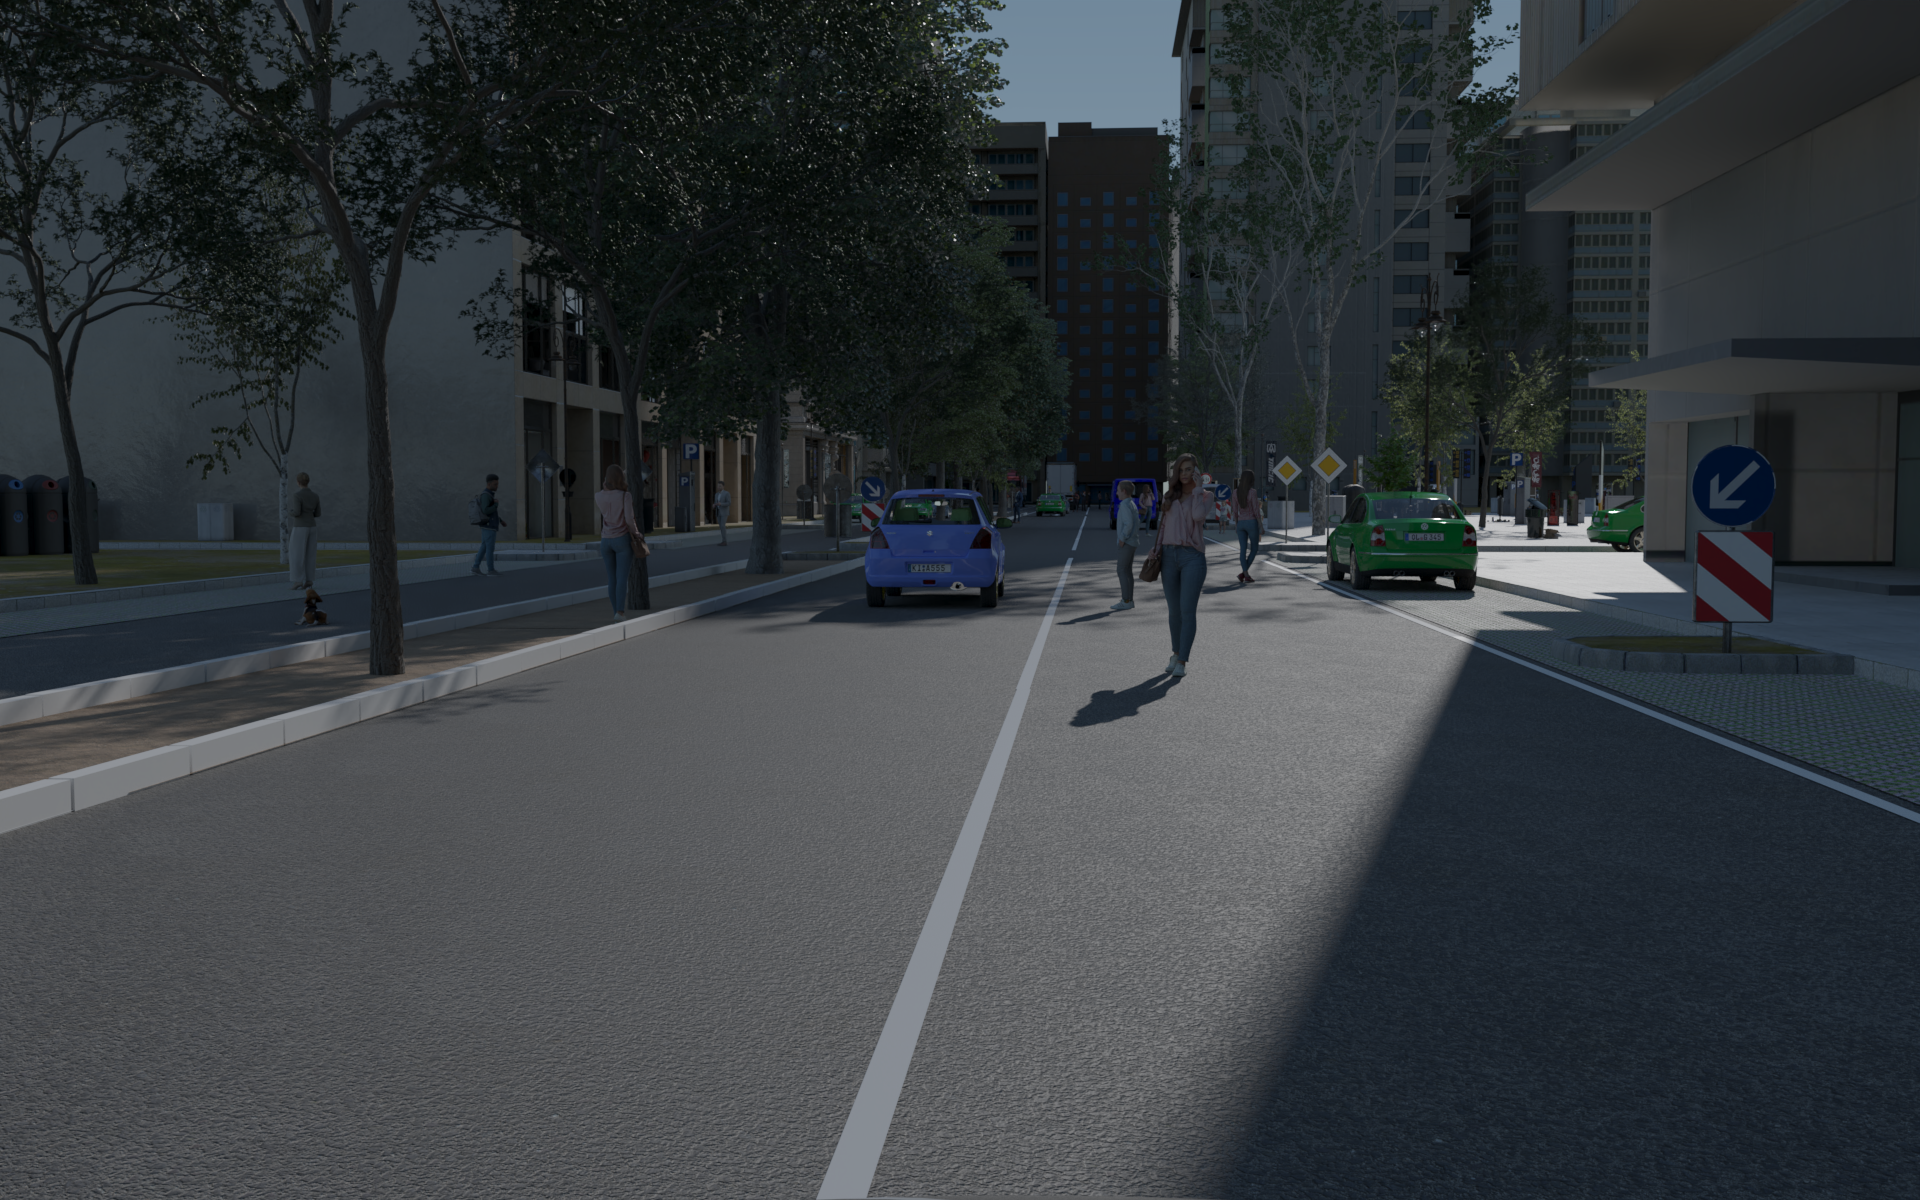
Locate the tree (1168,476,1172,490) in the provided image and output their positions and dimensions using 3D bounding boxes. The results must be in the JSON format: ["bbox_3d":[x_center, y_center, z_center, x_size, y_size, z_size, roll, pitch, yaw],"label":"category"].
[{"bbox_3d":[19.637,-10.126,160.165,1.663,3.219,1.824,0,3,0],"label":"tree"}]

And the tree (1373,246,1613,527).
[{"bbox_3d":[20.076,-8.054,66.093,8.767,10.594,7.601,0,4,4],"label":"tree"}]

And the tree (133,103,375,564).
[{"bbox_3d":[-12.647,-4.984,31.853,4.360,8.622,3.978,0,3,0],"label":"tree"}]

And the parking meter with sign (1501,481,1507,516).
[{"bbox_3d":[32.333,-6.455,101.804,0.543,3.016,1.738,-1,4,-19],"label":"parking meter with sign"}]

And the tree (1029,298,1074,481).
[{"bbox_3d":[2.632,-12.168,108.053,9.857,13.997,8.962,0,3,0],"label":"tree"}]

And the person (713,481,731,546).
[{"bbox_3d":[-6.666,-2.408,48.065,0.606,1.804,0.583,2,4,34],"label":"person"}]

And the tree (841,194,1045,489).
[{"bbox_3d":[-0.796,-8.729,63.298,7.486,12.596,7.792,0,3,0],"label":"tree"}]

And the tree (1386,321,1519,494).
[{"bbox_3d":[20.248,-7.496,72.922,4.737,8.622,4.395,0,3,0],"label":"tree"}]

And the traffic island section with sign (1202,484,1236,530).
[{"bbox_3d":[10.383,-3.719,69.441,1.989,1.847,2.006,0,4,4],"label":"traffic island section with sign"}]

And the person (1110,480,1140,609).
[{"bbox_3d":[2.089,-0.701,21.767,0.330,1.601,0.589,2,4,26],"label":"person"}]

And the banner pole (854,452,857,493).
[{"bbox_3d":[-6.234,-6.969,103.953,0.401,3.779,0.863,-1,4,-12],"label":"banner pole"}]

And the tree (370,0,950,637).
[{"bbox_3d":[-3.917,-5.171,21.419,8.767,10.594,7.601,0,4,4],"label":"tree"}]

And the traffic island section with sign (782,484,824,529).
[{"bbox_3d":[-6.385,-3.799,70.741,1.989,1.847,2.006,0,4,4],"label":"traffic island section with sign"}]

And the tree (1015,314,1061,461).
[{"bbox_3d":[-1.709,-6.846,48.802,8.767,10.594,7.601,0,4,4],"label":"tree"}]

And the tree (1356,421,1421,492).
[{"bbox_3d":[11.366,-3.143,45.988,1.663,3.219,1.824,0,3,0],"label":"tree"}]

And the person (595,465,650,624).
[{"bbox_3d":[-3.727,-0.599,18.882,0.593,1.750,0.643,1,4,17],"label":"person"}]

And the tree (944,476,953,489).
[{"bbox_3d":[-1.322,-11.447,181.764,1.663,3.219,1.824,0,3,0],"label":"tree"}]

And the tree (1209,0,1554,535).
[{"bbox_3d":[12.012,-12.160,54.703,12.611,20.169,13.585,0,3,0],"label":"tree"}]

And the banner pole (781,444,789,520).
[{"bbox_3d":[-8.655,-5.841,85.521,0.401,3.779,0.863,-3,4,-37],"label":"banner pole"}]

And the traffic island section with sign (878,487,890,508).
[{"bbox_3d":[-4.291,-5.455,97.813,1.989,1.847,2.006,0,4,4],"label":"traffic island section with sign"}]

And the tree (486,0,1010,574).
[{"bbox_3d":[-3.506,-7.442,30.788,9.857,13.997,8.962,0,3,0],"label":"tree"}]

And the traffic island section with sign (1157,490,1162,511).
[{"bbox_3d":[16.323,-8.425,146.369,1.989,1.847,2.006,0,4,4],"label":"traffic island section with sign"}]

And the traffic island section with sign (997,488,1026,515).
[{"bbox_3d":[3.585,-6.861,120.314,2.006,1.907,1.989,0,4,4],"label":"traffic island section with sign"}]

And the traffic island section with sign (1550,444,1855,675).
[{"bbox_3d":[6.144,-0.369,14.657,1.989,1.847,2.006,0,4,4],"label":"traffic island section with sign"}]

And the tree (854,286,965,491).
[{"bbox_3d":[-1.827,-6.273,55.391,4.360,8.622,3.978,0,3,0],"label":"tree"}]

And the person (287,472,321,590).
[{"bbox_3d":[-9.823,-1.030,25.889,0.362,1.759,0.519,2,4,29],"label":"person"}]

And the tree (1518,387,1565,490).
[{"bbox_3d":[36.286,-9.780,110.257,4.737,8.622,4.395,0,3,0],"label":"tree"}]

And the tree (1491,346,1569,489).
[{"bbox_3d":[28.059,-8.283,85.796,4.360,8.622,3.978,0,3,0],"label":"tree"}]

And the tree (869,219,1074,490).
[{"bbox_3d":[-0.094,-9.323,71.897,9.611,12.733,9.660,0,3,0],"label":"tree"}]

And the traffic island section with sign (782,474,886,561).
[{"bbox_3d":[-2.775,-1.827,38.013,2.006,1.907,1.989,0,4,4],"label":"traffic island section with sign"}]

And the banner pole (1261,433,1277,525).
[{"bbox_3d":[12.664,-4.976,71.371,0.863,3.779,0.401,-1,4,-10],"label":"banner pole"}]

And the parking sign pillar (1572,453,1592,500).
[{"bbox_3d":[41.254,-7.734,114.925,1.447,3.967,1.447,-1,4,-20],"label":"parking sign pillar"}]

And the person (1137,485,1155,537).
[{"bbox_3d":[6.196,-3.018,58.441,0.593,1.750,0.643,-3,5,-40],"label":"person"}]

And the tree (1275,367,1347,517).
[{"bbox_3d":[19.701,-8.982,97.216,4.737,8.622,4.395,0,3,0],"label":"tree"}]

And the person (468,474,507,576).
[{"bbox_3d":[-8.189,-1.300,30.109,0.721,1.781,0.623,-2,4,-27],"label":"person"}]

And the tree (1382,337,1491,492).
[{"bbox_3d":[21.110,-7.847,78.654,4.360,8.622,3.978,0,3,0],"label":"tree"}]

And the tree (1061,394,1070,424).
[{"bbox_3d":[1.368,-9.174,86.863,8.767,10.594,7.601,0,4,4],"label":"tree"}]

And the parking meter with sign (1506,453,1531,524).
[{"bbox_3d":[24.018,-4.744,73.822,0.543,3.016,1.738,3,4,39],"label":"parking meter with sign"}]

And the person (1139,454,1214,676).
[{"bbox_3d":[1.769,-0.289,13.821,0.593,1.750,0.643,2,4,32],"label":"person"}]

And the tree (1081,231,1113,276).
[{"bbox_3d":[12.947,-14.218,88.356,12.611,20.169,13.585,0,3,0],"label":"tree"}]

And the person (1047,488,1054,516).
[{"bbox_3d":[6.025,-6.527,114.987,0.659,1.850,0.755,1,4,20],"label":"person"}]

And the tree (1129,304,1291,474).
[{"bbox_3d":[16.103,-12.366,112.558,12.009,13.543,11.850,0,3,0],"label":"tree"}]

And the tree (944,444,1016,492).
[{"bbox_3d":[1.412,-8.586,93.195,4.737,8.622,4.395,0,3,0],"label":"tree"}]

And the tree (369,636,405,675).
[{"bbox_3d":[-4.488,-4.702,13.753,8.767,10.594,7.601,0,4,4],"label":"tree"}]

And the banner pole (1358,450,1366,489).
[{"bbox_3d":[22.716,-6.597,97.883,0.863,3.779,0.401,-3,5,-42],"label":"banner pole"}]

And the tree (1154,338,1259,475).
[{"bbox_3d":[17.550,-12.610,124.297,7.486,12.596,7.792,0,3,0],"label":"tree"}]

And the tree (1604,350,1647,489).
[{"bbox_3d":[33.627,-8.208,84.569,4.360,8.622,3.978,0,3,0],"label":"tree"}]

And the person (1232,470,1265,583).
[{"bbox_3d":[4.673,-1.192,28.007,0.555,1.821,0.388,2,4,31],"label":"person"}]

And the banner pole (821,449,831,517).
[{"bbox_3d":[-7.440,-6.478,95.930,0.863,3.779,0.401,3,5,40],"label":"banner pole"}]

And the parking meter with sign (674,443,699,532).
[{"bbox_3d":[-9.304,-3.827,58.825,0.543,3.016,1.738,0,4,4],"label":"parking meter with sign"}]
